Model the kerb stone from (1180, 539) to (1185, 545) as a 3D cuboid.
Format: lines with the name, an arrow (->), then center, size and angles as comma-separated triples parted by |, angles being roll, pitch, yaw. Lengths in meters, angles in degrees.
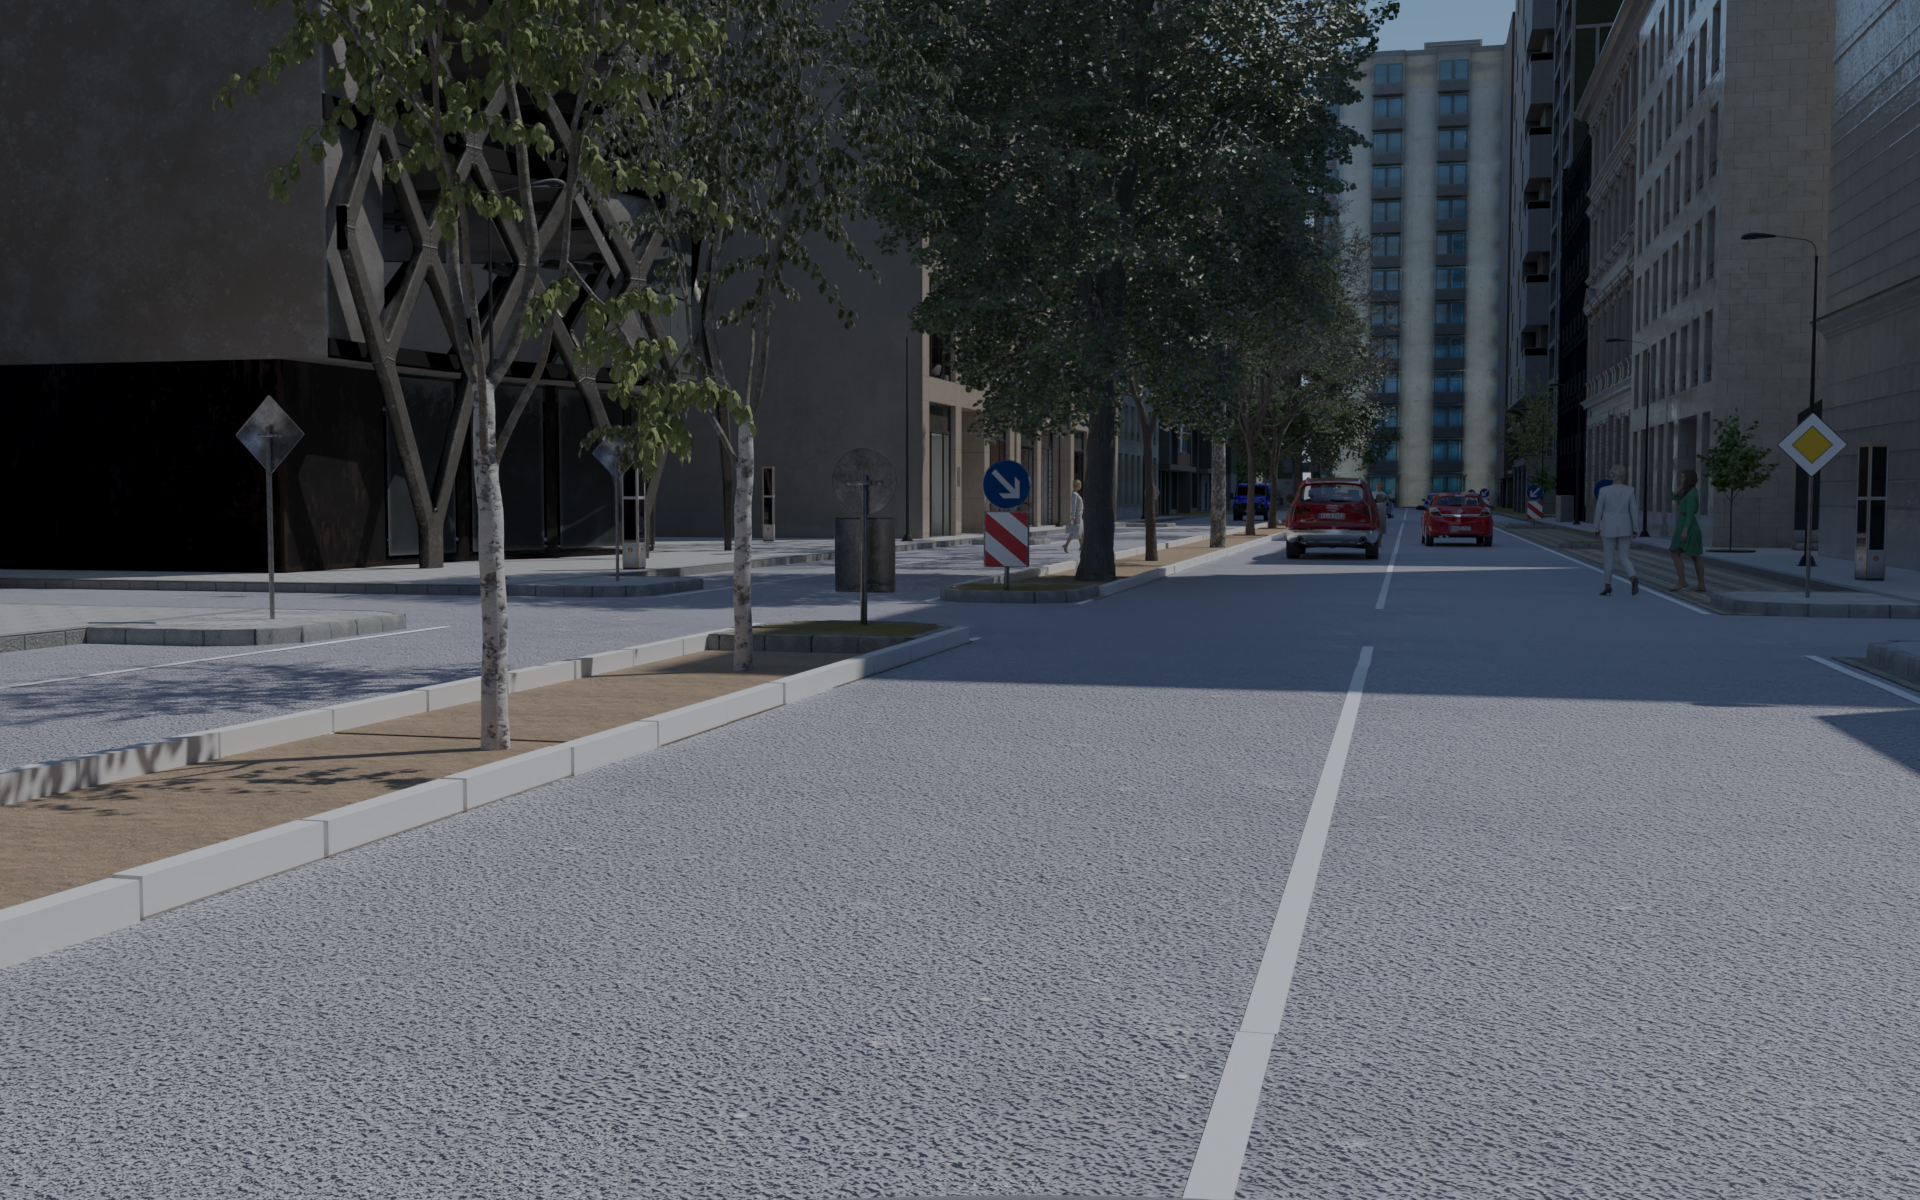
kerb stone -> 6.038, -1.579, 48.058 | 0.120, 0.150, 1.000 | 1, 4, 15

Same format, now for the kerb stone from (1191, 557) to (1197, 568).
kerb stone -> 4.442, -0.696, 33.634 | 0.120, 0.150, 1.000 | 1, 4, 15

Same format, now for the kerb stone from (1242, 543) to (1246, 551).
kerb stone -> 7.031, -1.306, 43.542 | 0.120, 0.150, 1.000 | 1, 4, 15

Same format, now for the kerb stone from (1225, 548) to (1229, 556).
kerb stone -> 5.990, -1.064, 39.586 | 0.120, 0.150, 1.000 | 1, 4, 15

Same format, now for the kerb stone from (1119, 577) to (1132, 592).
kerb stone -> 2.377, -0.214, 25.702 | 0.120, 0.150, 1.000 | 1, 4, 15

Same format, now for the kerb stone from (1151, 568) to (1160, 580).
kerb stone -> 3.143, -0.397, 28.685 | 0.120, 0.150, 1.000 | 1, 4, 15

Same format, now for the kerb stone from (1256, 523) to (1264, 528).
kerb stone -> 12.751, -3.160, 73.889 | 0.120, 0.150, 1.000 | 1, 4, 15

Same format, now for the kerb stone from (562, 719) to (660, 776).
kerb stone -> -1.894, 0.792, 9.305 | 0.120, 0.150, 1.000 | 1, 4, 15

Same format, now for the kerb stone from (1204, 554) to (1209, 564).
kerb stone -> 4.957, -0.818, 35.623 | 0.120, 0.150, 1.000 | 1, 4, 15

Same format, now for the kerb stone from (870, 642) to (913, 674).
kerb stone -> -0.607, 0.486, 14.255 | 0.120, 0.150, 1.000 | 1, 4, 15

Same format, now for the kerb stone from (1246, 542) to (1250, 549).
kerb stone -> 7.283, -1.362, 44.533 | 0.120, 0.150, 1.000 | 1, 4, 15

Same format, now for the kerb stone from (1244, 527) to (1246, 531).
kerb stone -> 10.686, -2.675, 65.937 | 0.120, 0.150, 1.000 | 1, 4, 15

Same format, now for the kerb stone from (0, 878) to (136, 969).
kerb stone -> -2.928, 1.039, 5.325 | 0.120, 0.150, 1.000 | 1, 4, 15

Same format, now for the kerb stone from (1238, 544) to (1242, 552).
kerb stone -> 6.767, -1.245, 42.554 | 0.120, 0.150, 1.000 | 1, 4, 15

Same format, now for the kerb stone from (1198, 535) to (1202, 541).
kerb stone -> 7.062, -1.824, 52.024 | 0.120, 0.150, 1.000 | 1, 4, 15

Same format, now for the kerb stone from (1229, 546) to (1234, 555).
kerb stone -> 6.256, -1.123, 40.574 | 0.120, 0.150, 1.000 | 1, 4, 15

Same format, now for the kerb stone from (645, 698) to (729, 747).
kerb stone -> -1.635, 0.728, 10.293 | 0.120, 0.150, 1.000 | 1, 4, 15

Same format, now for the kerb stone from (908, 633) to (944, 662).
kerb stone -> -0.348, 0.427, 15.246 | 0.120, 0.150, 1.000 | 1, 4, 15

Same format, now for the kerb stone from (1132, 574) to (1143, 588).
kerb stone -> 2.640, -0.266, 26.698 | 0.120, 0.150, 1.000 | 1, 4, 15

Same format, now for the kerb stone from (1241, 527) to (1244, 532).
kerb stone -> 10.434, -2.614, 64.944 | 0.120, 0.150, 1.000 | 1, 4, 15

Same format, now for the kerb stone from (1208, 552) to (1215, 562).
kerb stone -> 5.218, -0.882, 36.611 | 0.120, 0.150, 1.000 | 1, 4, 15

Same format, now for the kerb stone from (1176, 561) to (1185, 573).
kerb stone -> 3.936, -0.576, 31.653 | 0.120, 0.150, 1.000 | 1, 4, 15

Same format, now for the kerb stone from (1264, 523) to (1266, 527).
kerb stone -> 13.021, -3.222, 74.875 | 0.120, 0.150, 1.000 | 1, 4, 15

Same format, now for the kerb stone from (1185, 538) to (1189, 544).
kerb stone -> 6.291, -1.642, 49.048 | 0.120, 0.150, 1.000 | 1, 4, 15

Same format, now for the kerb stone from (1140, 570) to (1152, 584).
kerb stone -> 2.900, -0.336, 27.687 | 0.120, 0.150, 1.000 | 1, 4, 15

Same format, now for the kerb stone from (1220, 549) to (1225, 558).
kerb stone -> 5.736, -1.003, 38.596 | 0.120, 0.150, 1.000 | 1, 4, 15

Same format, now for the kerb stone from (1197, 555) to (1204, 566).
kerb stone -> 4.700, -0.761, 34.633 | 0.120, 0.150, 1.000 | 1, 4, 15

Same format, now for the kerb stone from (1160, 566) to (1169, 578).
kerb stone -> 3.408, -0.455, 29.672 | 0.120, 0.150, 1.000 | 1, 4, 15

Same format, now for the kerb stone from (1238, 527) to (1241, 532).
kerb stone -> 10.175, -2.552, 63.955 | 0.120, 0.150, 1.000 | 1, 4, 15

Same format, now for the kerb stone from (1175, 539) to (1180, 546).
kerb stone -> 5.775, -1.521, 47.065 | 0.120, 0.150, 1.000 | 1, 4, 15

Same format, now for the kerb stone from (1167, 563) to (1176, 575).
kerb stone -> 3.662, -0.518, 30.668 | 0.120, 0.150, 1.000 | 1, 4, 15

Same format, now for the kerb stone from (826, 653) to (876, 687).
kerb stone -> -0.868, 0.548, 13.267 | 0.120, 0.150, 1.000 | 1, 4, 15

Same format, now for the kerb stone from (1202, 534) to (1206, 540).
kerb stone -> 7.326, -1.885, 53.019 | 0.120, 0.150, 1.000 | 1, 4, 15

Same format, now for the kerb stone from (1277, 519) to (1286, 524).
kerb stone -> 16.122, -3.951, 86.790 | 0.120, 0.150, 1.000 | 1, 4, 15

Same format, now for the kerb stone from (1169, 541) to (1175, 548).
kerb stone -> 5.528, -1.460, 46.072 | 0.120, 0.150, 1.000 | 1, 4, 15

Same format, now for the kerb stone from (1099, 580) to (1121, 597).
kerb stone -> 2.118, -0.150, 24.705 | 0.120, 0.150, 1.000 | 1, 4, 15

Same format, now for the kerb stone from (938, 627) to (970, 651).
kerb stone -> -0.092, 0.365, 16.235 | 0.120, 0.150, 1.000 | 1, 4, 15

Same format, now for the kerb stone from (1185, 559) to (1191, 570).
kerb stone -> 4.183, -0.639, 32.645 | 0.120, 0.150, 1.000 | 1, 4, 15

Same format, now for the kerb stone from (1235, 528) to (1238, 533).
kerb stone -> 9.910, -2.490, 62.962 | 0.120, 0.150, 1.000 | 1, 4, 15

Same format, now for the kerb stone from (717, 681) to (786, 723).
kerb stone -> -1.386, 0.671, 11.288 | 0.120, 0.150, 1.000 | 1, 4, 15

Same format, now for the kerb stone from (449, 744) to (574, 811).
kerb stone -> -2.157, 0.849, 8.314 | 0.120, 0.150, 1.000 | 1, 4, 15

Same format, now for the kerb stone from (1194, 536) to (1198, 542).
kerb stone -> 6.812, -1.764, 51.033 | 0.120, 0.150, 1.000 | 1, 4, 15

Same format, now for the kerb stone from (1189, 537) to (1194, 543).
kerb stone -> 6.554, -1.701, 50.037 | 0.120, 0.150, 1.000 | 1, 4, 15

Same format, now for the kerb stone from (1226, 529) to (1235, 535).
kerb stone -> 9.655, -2.430, 61.971 | 0.120, 0.150, 1.000 | 1, 4, 15

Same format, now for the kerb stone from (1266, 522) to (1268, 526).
kerb stone -> 13.279, -3.282, 75.870 | 0.120, 0.150, 1.000 | 1, 4, 15

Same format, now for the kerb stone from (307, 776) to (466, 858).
kerb stone -> -2.418, 0.912, 7.316 | 0.120, 0.150, 1.000 | 1, 4, 15

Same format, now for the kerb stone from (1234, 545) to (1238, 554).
kerb stone -> 6.512, -1.184, 41.564 | 0.120, 0.150, 1.000 | 1, 4, 15

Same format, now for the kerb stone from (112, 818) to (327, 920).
kerb stone -> -2.677, 0.971, 6.316 | 0.120, 0.150, 1.000 | 1, 4, 15

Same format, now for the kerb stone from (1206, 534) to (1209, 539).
kerb stone -> 7.581, -1.946, 54.020 | 0.120, 0.150, 1.000 | 1, 4, 15

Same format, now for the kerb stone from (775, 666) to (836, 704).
kerb stone -> -1.118, 0.607, 12.275 | 0.120, 0.150, 1.000 | 1, 4, 15

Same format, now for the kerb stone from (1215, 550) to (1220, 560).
kerb stone -> 5.480, -0.943, 37.606 | 0.120, 0.150, 1.000 | 1, 4, 15
